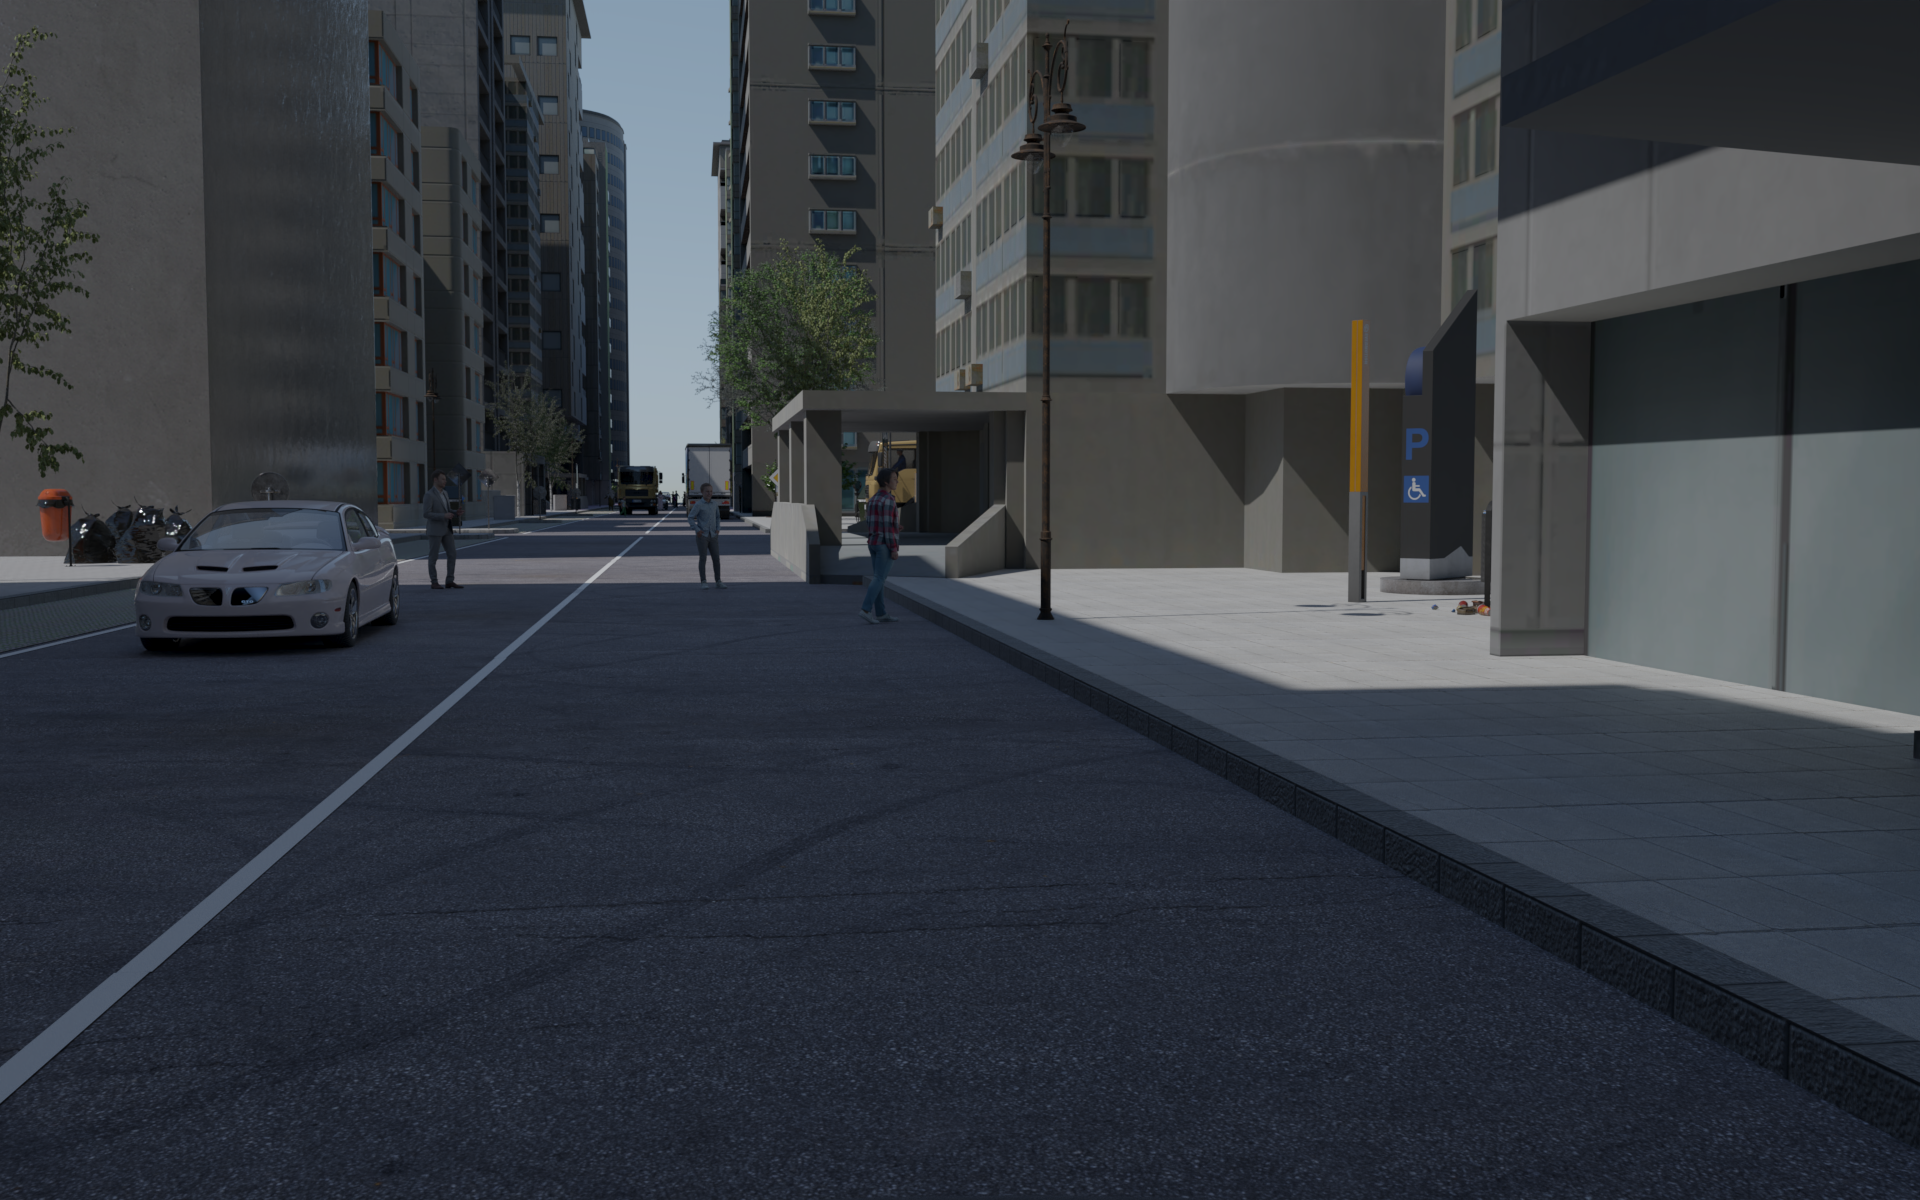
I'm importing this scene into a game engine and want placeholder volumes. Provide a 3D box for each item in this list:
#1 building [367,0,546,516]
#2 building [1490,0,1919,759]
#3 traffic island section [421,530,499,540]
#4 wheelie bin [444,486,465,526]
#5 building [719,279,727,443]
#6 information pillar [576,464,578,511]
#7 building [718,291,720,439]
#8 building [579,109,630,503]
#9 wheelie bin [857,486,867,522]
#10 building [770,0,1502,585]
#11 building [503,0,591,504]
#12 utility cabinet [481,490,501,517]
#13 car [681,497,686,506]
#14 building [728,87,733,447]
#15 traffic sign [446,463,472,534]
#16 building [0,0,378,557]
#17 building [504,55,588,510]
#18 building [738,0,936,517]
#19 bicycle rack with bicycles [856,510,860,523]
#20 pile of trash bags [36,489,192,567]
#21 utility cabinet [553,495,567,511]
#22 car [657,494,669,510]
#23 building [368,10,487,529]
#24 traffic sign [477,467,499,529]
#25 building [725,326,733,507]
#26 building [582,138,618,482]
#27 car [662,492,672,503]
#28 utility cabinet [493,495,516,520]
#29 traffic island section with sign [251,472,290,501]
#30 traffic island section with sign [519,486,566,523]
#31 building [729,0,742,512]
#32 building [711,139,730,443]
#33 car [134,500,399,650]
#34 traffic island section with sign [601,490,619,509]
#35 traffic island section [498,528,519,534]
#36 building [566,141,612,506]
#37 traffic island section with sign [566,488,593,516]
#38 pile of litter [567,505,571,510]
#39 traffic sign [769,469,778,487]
[{"bbox_3d":[-36.700,-40.838,105.949,20.563,71.187,20.611,-1,4,-9],"label":"building"},{"bbox_3d":[17.040,-25.234,1.822,28.713,52.752,27.495,-1,4,-9],"label":"building"},{"bbox_3d":[-16.038,-2.030,55.476,2.009,0.180,2.903,-1,4,-9],"label":"traffic island section"},{"bbox_3d":[-20.267,-3.742,69.097,0.980,1.594,0.693,-2,4,-25],"label":"wheelie bin"},{"bbox_3d":[-25.242,-28.227,233.211,14.160,30.474,14.107,-1,4,-9],"label":"building"},{"bbox_3d":[-29.544,-8.694,133.503,0.183,3.616,0.504,-1,4,-10],"label":"information pillar"},{"bbox_3d":[-28.058,-40.554,282.671,23.786,49.044,30.456,-1,4,-9],"label":"building"},{"bbox_3d":[-61.319,-44.027,261.839,21.231,58.520,28.212,-1,4,-9],"label":"building"},{"bbox_3d":[-3.580,-3.660,67.744,0.693,1.594,0.980,-3,5,-41],"label":"wheelie bin"},{"bbox_3d":[12.467,-21.021,35.580,32.217,40.220,23.993,-1,4,-9],"label":"building"},{"bbox_3d":[-51.684,-35.655,172.198,28.713,52.752,27.495,-1,4,-9],"label":"building"},{"bbox_3d":[-25.393,-5.198,93.660,0.318,1.500,1.173,3,4,38],"label":"utility cabinet"},{"bbox_3d":[-32.020,-11.959,205.309,2.009,1.686,4.222,-1,4,-8],"label":"car"},{"bbox_3d":[-9.864,-30.846,158.959,22.147,44.769,28.867,-1,4,-9],"label":"building"},{"bbox_3d":[-16.016,-3.167,55.417,0.795,2.450,0.064,-1,4,-9],"label":"traffic sign"},{"bbox_3d":[-33.815,-14.535,42.156,34.151,26.468,19.350,-1,4,-9],"label":"building"},{"bbox_3d":[-48.497,-27.787,146.194,32.217,40.220,23.993,-1,4,-9],"label":"building"},{"bbox_3d":[-2.710,-29.600,107.663,21.300,48.544,21.600,-1,4,-9],"label":"building"},{"bbox_3d":[-3.188,-3.591,72.103,2.925,0.926,2.852,-3,5,-44],"label":"bicycle rack with bicycles"},{"bbox_3d":[-15.712,-1.363,32.045,1.912,1.369,3.447,1,4,11],"label":"pile of trash bags"},{"bbox_3d":[-30.798,-7.473,133.340,1.020,1.237,0.306,-3,5,-43],"label":"utility cabinet"},{"bbox_3d":[-27.321,-8.985,156.695,2.009,1.686,4.222,-1,4,-9],"label":"car"},{"bbox_3d":[-36.456,-14.030,74.422,27.650,21.520,28.899,-1,4,-9],"label":"building"},{"bbox_3d":[-17.236,-3.649,63.309,0.795,2.450,0.064,-1,4,-9],"label":"traffic sign"},{"bbox_3d":[-11.367,-21.013,188.608,27.650,21.520,28.899,-1,4,-9],"label":"building"},{"bbox_3d":[-58.568,-37.477,232.363,23.786,49.044,30.456,-1,4,-9],"label":"building"},{"bbox_3d":[-49.577,-17.267,290.993,2.281,1.827,5.304,-1,4,-10],"label":"car"},{"bbox_3d":[-22.765,-4.608,86.503,1.020,1.237,0.306,-1,4,-16],"label":"utility cabinet"},{"bbox_3d":[-12.198,-1.337,30.487,1.989,1.847,2.006,-1,4,-9],"label":"traffic island section with sign"},{"bbox_3d":[-20.680,-4.698,85.436,1.989,1.847,2.006,-1,4,-9],"label":"traffic island section with sign"},{"bbox_3d":[-10.505,-27.473,132.786,14.154,41.232,14.086,-1,4,-9],"label":"building"},{"bbox_3d":[-21.693,-40.675,254.275,28.713,52.752,27.495,-1,4,-9],"label":"building"},{"bbox_3d":[-6.850,-0.315,17.506,2.083,1.381,4.827,-1,4,-10],"label":"car"},{"bbox_3d":[-32.506,-9.374,161.886,1.989,1.847,2.006,-1,4,-9],"label":"traffic island section with sign"},{"bbox_3d":[-17.258,-2.513,63.367,2.009,0.180,2.903,-1,4,-9],"label":"traffic island section"},{"bbox_3d":[-46.840,-31.257,194.639,14.154,41.232,14.086,-1,4,-9],"label":"building"},{"bbox_3d":[-24.828,-6.336,112.220,1.989,1.847,2.006,-1,4,-9],"label":"traffic island section with sign"},{"bbox_3d":[-31.468,-7.533,137.127,1.719,0.858,1.176,-1,4,-16],"label":"pile of litter"},{"bbox_3d":[-6.763,-3.747,64.901,0.795,2.450,0.064,-1,4,-9],"label":"traffic sign"}]
